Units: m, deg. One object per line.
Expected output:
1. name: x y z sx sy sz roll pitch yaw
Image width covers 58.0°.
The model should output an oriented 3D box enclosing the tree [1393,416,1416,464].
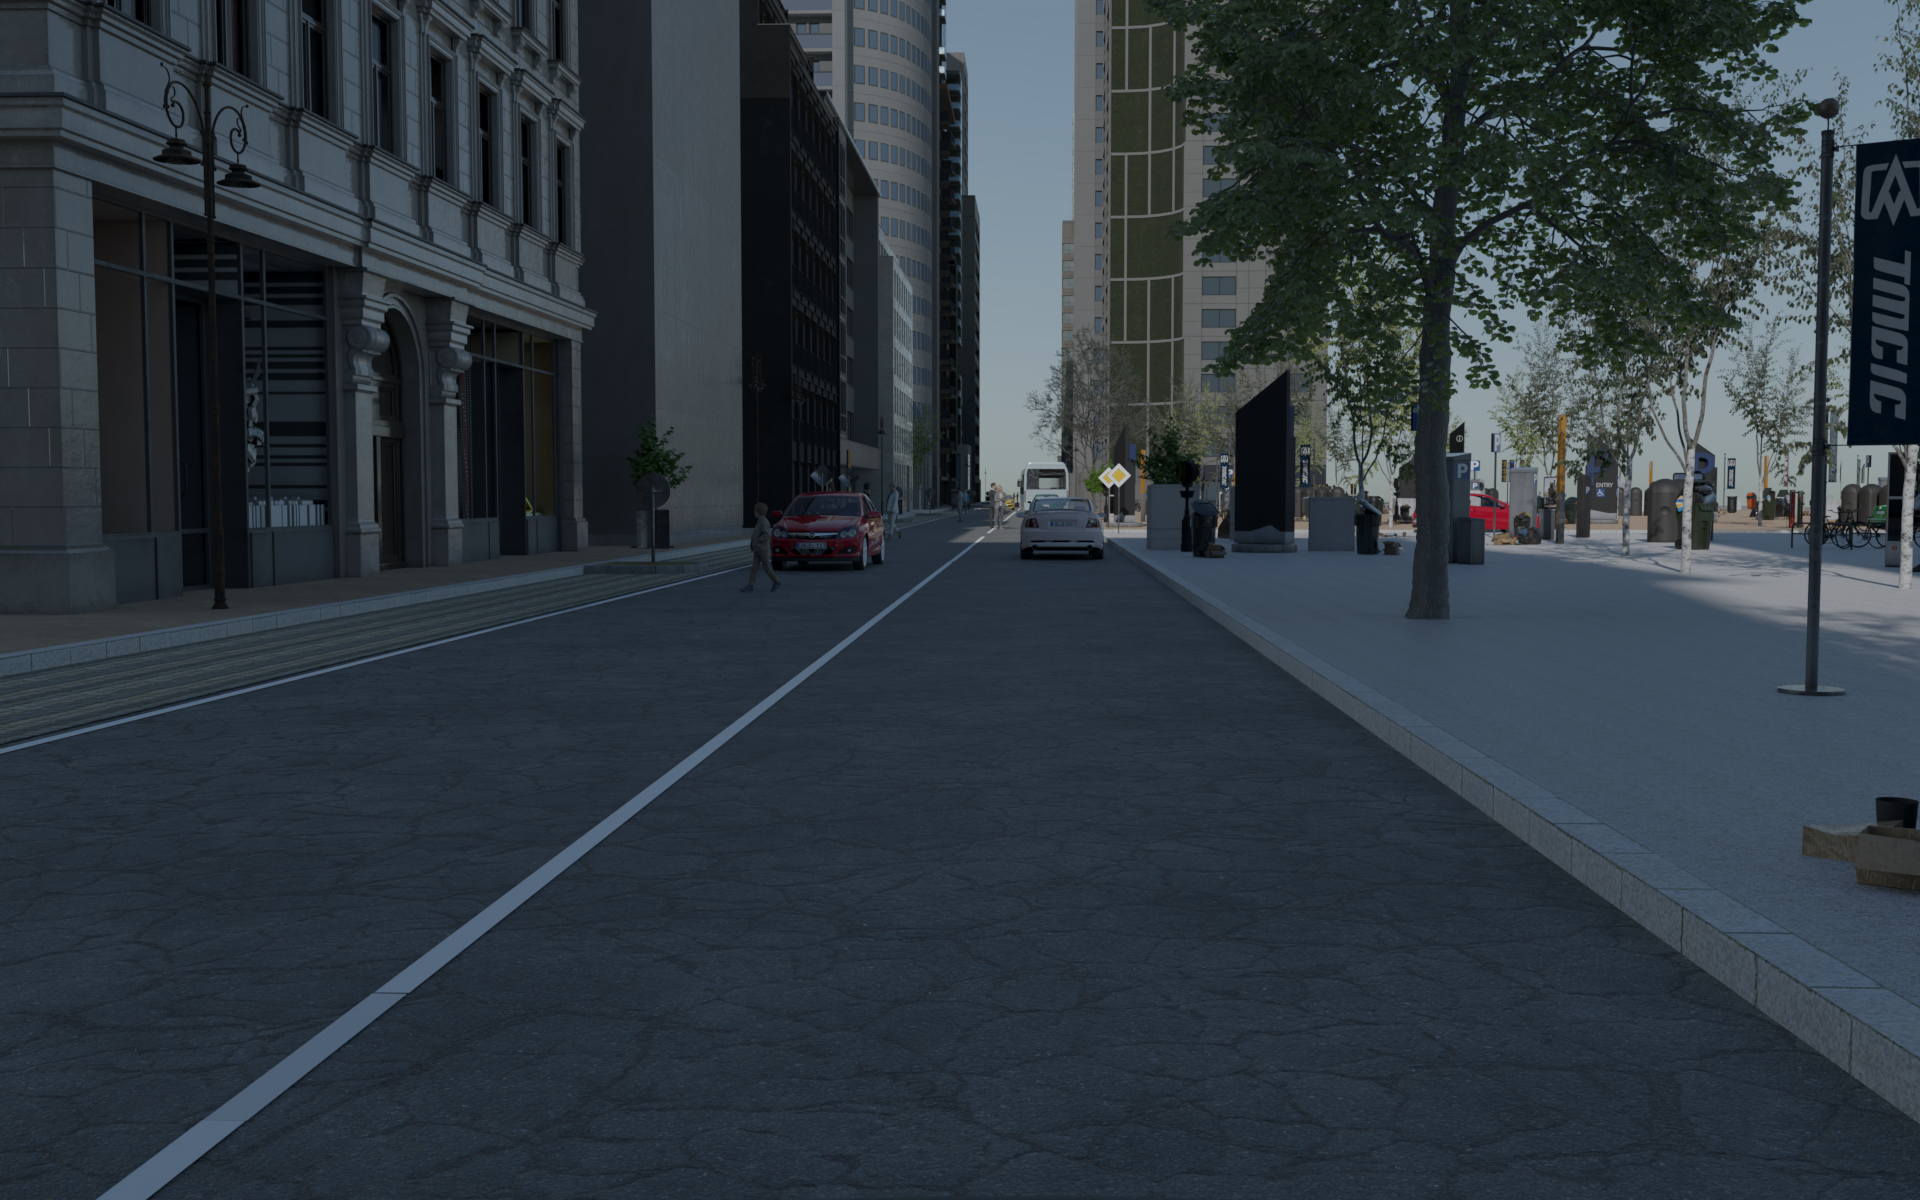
1. tree: 35.721 -11.285 134.878 4.360 8.622 3.978 0 3 0

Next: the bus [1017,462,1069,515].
1. bus: 5.075 -6.822 106.406 2.948 3.499 13.247 0 4 1

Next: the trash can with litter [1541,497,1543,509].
1. trash can with litter: 27.636 -4.226 80.476 0.624 1.170 1.055 3 5 41

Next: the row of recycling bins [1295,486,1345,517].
1. row of recycling bins: 19.565 -5.368 94.884 1.069 1.692 3.534 -3 5 -40

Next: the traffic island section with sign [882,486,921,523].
1. traffic island section with sign: -3.160 -4.812 87.305 1.989 1.847 2.006 0 4 3

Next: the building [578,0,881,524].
1. building: -12.750 -16.932 95.909 14.314 24.678 30.058 0 4 3

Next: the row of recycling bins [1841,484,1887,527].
1. row of recycling bins: 36.244 -3.726 68.028 1.069 1.692 3.534 -2 4 -26

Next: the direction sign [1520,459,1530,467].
1. direction sign: 37.007 -7.430 113.469 0.379 3.537 0.876 -2 4 -23

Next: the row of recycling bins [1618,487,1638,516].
1. row of recycling bins: 39.359 -5.810 102.104 3.534 1.692 1.069 1 4 15

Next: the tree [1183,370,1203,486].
1. tree: 14.930 -8.902 95.917 4.360 8.622 3.978 0 3 0

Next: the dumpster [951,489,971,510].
1. dumpster: 0.090 -9.033 155.901 1.865 1.857 1.264 0 4 5

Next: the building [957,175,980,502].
1. building: -7.953 -39.277 265.877 21.300 48.544 21.600 0 4 3

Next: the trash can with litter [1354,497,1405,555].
1. trash can with litter: 8.902 -1.551 36.744 1.055 1.170 0.624 2 4 28

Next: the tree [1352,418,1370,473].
1. tree: 26.825 -10.496 121.972 4.360 8.622 3.978 0 3 0

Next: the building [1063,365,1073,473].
1. building: 28.328 -24.077 238.693 27.650 21.520 28.899 0 4 3

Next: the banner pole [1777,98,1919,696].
1. banner pole: 5.685 -1.279 10.935 0.863 3.779 0.401 2 4 34

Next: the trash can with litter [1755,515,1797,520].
1. trash can with litter: 40.885 -4.642 86.951 1.678 1.210 2.233 -3 4 -38

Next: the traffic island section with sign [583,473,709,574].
1. traffic island section with sign: -5.685 -1.414 31.742 1.989 1.847 2.006 0 4 3

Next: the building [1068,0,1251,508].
1. building: 22.102 -46.792 203.304 20.563 71.187 20.611 0 4 3

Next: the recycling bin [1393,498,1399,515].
1. recycling bin: 26.162 -5.525 102.885 0.722 1.027 0.722 0 4 2

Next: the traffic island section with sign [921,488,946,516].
1. traffic island section with sign: -1.913 -6.487 114.694 1.989 1.847 2.006 0 4 3

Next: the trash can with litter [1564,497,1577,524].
1. trash can with litter: 25.903 -3.812 73.716 1.055 1.170 0.624 -3 5 -40

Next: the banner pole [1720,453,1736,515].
1. banner pole: 47.021 -7.094 105.998 0.863 3.779 0.401 3 4 37

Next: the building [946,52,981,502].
1. building: -6.845 -51.864 286.223 20.563 71.187 20.611 0 4 3

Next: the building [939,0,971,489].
1. building: -9.413 -56.596 238.023 22.319 86.520 31.000 0 4 3

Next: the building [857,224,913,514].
1. building: -9.071 -16.192 119.490 10.420 20.320 16.860 0 4 3

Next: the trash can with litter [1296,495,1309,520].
1. trash can with litter: 17.787 -4.671 87.432 2.233 1.210 1.678 -2 4 -35

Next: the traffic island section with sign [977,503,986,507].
1. traffic island section with sign: 1.547 -11.153 190.973 1.989 1.847 2.006 0 4 3

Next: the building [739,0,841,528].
1. building: -12.055 -14.838 72.281 12.332 23.373 15.834 0 4 3

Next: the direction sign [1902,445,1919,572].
1. direction sign: 15.832 -2.226 28.394 0.876 3.537 0.379 -1 4 -11

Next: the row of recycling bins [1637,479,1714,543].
1. row of recycling bins: 19.625 -2.440 47.007 1.069 1.692 3.534 3 5 40

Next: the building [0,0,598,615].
1. building: -13.807 -10.300 19.313 10.553 20.767 40.483 0 4 3

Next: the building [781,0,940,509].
1. building: -13.101 -37.402 153.527 21.231 58.520 28.212 0 4 3

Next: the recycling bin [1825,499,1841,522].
1. recycling bin: 40.712 -4.160 80.571 0.722 1.027 0.722 2 4 32

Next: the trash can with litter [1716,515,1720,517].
1. trash can with litter: 41.754 -5.261 97.073 2.233 1.210 1.678 -2 4 -25

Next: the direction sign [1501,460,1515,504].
1. direction sign: 36.002 -7.453 113.848 0.876 3.537 0.379 -1 4 -8

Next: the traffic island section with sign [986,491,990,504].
1. traffic island section with sign: 4.078 -14.576 246.948 1.989 1.847 2.006 0 4 3

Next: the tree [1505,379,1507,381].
1. tree: 23.914 -7.310 69.879 4.360 8.622 3.978 0 3 0

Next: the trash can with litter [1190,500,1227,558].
1. trash can with litter: 5.082 -1.445 35.015 0.624 1.170 1.055 -1 4 -19

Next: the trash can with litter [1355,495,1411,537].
1. trash can with litter: 12.674 -2.505 52.007 2.233 1.210 1.678 1 4 22

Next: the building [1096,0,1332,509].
1. building: 21.116 -43.811 154.567 20.563 71.187 20.611 0 4 3

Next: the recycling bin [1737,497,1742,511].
1. recycling bin: 59.477 -7.348 132.694 0.722 1.027 0.722 1 4 23

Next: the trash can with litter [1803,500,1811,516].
1. trash can with litter: 50.091 -5.544 102.027 0.624 1.170 1.055 -3 5 -39

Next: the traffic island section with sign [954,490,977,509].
1. traffic island section with sign: 0.322 -9.506 164.045 1.989 1.847 2.006 0 4 3

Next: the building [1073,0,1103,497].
1. building: 22.304 -38.978 179.291 21.231 58.520 28.212 0 4 3

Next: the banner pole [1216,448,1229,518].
1. banner pole: 14.081 -6.320 93.341 0.863 3.779 0.401 1 4 14

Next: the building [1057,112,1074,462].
1. building: 27.229 -59.233 281.132 22.319 86.520 31.000 0 4 3

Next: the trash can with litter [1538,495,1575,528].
1. trash can with litter: 22.407 -3.390 66.482 2.233 1.210 1.678 2 4 27

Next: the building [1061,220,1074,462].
1. building: 22.230 -35.244 259.841 14.154 41.232 14.086 0 4 3

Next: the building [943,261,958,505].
1. building: -7.588 -26.448 204.119 14.160 30.474 14.107 0 4 3

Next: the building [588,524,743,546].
1. building: -22.058 -14.109 49.753 30.058 24.678 14.314 0 4 3

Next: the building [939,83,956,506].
1. building: -11.808 -32.280 182.404 22.147 44.769 28.867 0 4 3

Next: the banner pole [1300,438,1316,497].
1. banner pole: 15.536 -5.331 77.173 0.863 3.779 0.401 0 4 2

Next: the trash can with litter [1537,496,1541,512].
1. trash can with litter: 36.409 -5.964 108.904 0.624 1.170 1.055 2 4 32

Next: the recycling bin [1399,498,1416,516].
1. recycling bin: 26.070 -5.360 100.193 0.722 1.027 0.722 -3 5 -40

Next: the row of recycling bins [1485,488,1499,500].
1. row of recycling bins: 35.723 -6.826 118.725 1.069 1.692 3.534 -1 4 -16
